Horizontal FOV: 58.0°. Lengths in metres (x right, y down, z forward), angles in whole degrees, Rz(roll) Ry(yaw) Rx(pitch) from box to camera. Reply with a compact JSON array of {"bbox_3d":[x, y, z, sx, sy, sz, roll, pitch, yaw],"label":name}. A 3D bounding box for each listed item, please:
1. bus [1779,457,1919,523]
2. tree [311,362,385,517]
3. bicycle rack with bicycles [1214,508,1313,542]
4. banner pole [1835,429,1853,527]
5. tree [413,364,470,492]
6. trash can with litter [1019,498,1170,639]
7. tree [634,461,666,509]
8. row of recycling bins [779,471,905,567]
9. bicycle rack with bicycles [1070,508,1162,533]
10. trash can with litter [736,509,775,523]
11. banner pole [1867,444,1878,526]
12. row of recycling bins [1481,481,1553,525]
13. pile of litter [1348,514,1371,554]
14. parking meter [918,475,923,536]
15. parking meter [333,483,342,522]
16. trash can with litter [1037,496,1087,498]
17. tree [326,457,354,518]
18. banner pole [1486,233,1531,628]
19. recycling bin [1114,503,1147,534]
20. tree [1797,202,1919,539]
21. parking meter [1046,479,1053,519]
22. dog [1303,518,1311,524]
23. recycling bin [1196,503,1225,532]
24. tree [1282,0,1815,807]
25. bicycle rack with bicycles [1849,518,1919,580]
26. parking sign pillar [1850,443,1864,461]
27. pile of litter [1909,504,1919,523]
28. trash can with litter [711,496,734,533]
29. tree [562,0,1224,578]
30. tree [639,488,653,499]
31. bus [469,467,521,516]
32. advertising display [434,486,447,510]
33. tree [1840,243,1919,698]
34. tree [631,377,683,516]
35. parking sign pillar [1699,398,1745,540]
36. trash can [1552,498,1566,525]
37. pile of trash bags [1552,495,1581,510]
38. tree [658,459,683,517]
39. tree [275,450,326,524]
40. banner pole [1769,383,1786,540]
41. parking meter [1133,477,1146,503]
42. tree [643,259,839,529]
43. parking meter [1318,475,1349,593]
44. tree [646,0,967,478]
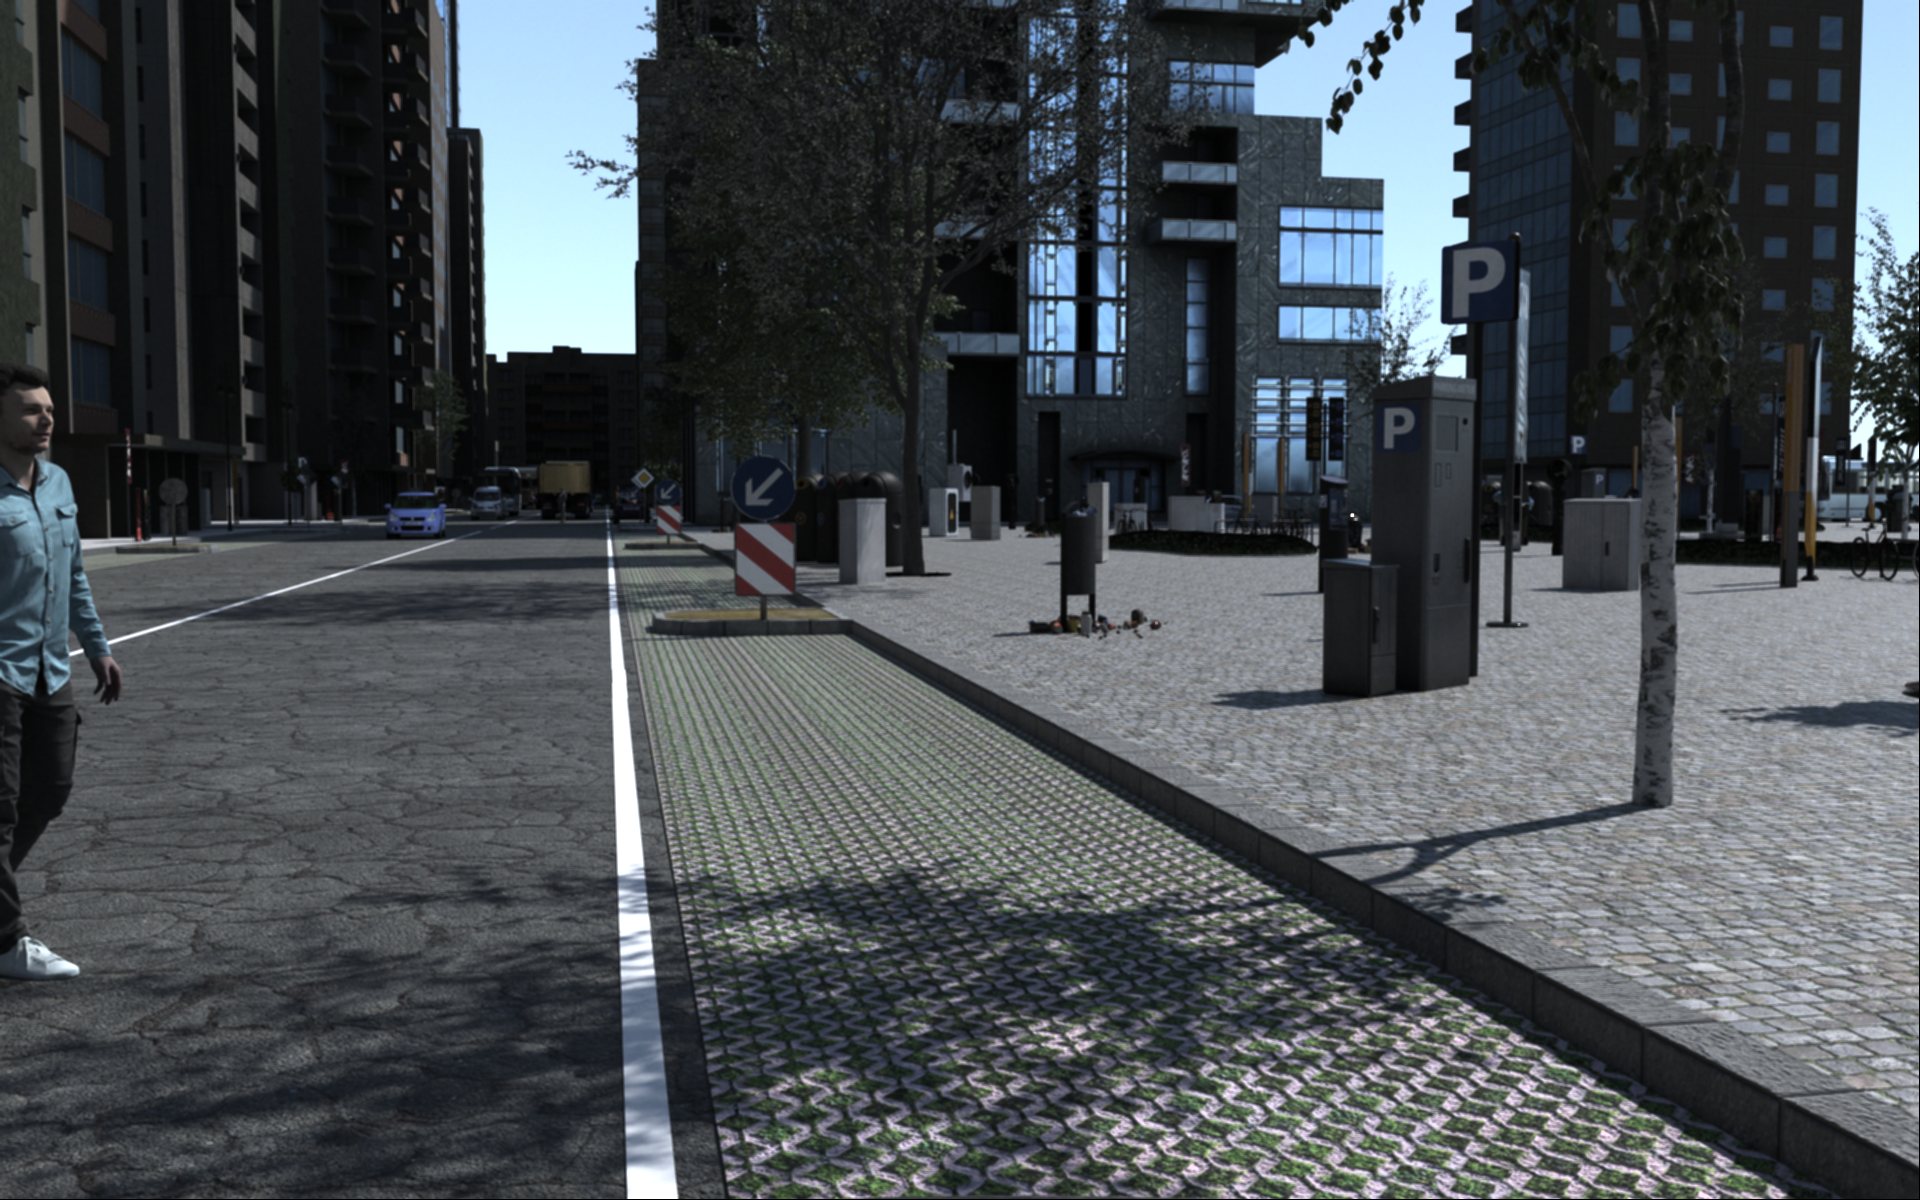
[{"bbox_3d":[44.704,-5.300,81.516,13.247,3.499,2.948,-1,4,-12],"label":"bus"},{"bbox_3d":[-33.842,-8.936,96.462,4.360,8.622,3.978,0,3,0],"label":"tree"},{"bbox_3d":[8.042,-1.915,44.687,2.925,0.926,2.852,-3,5,-42],"label":"bicycle rack with bicycles"},{"bbox_3d":[34.365,-4.730,67.351,0.401,3.779,0.863,-1,4,-21],"label":"banner pole"},{"bbox_3d":[-41.297,-12.667,132.865,9.928,11.665,9.643,0,3,0],"label":"tree"},{"bbox_3d":[1.424,-0.332,16.484,1.678,1.210,2.233,3,4,36],"label":"trash can with litter"},{"bbox_3d":[-27.002,-10.349,152.913,4.285,4.588,4.351,0,3,0],"label":"tree"},{"bbox_3d":[-2.090,-1.520,31.961,1.069,1.692,3.534,-2,4,-31],"label":"row of recycling bins"},{"bbox_3d":[3.817,-1.846,43.570,2.852,0.926,2.925,1,4,9],"label":"bicycle rack with bicycles"},{"bbox_3d":[-4.445,-1.678,38.828,1.055,1.170,0.624,-3,4,-37],"label":"trash can with litter"},{"bbox_3d":[36.483,-4.851,69.337,0.401,3.779,0.863,0,4,4],"label":"banner pole"},{"bbox_3d":[18.366,-3.060,57.152,1.069,1.692,3.534,-1,4,-13],"label":"row of recycling bins"},{"bbox_3d":[8.786,-1.455,37.755,1.719,0.858,1.176,-1,4,-21],"label":"pile of litter"},{"bbox_3d":[-1.202,-2.474,46.158,0.399,1.863,0.255,-1,4,-14],"label":"parking meter"},{"bbox_3d":[-28.894,-4.567,80.383,0.255,1.863,0.399,0,4,5],"label":"parking meter"},{"bbox_3d":[2.604,-2.495,51.856,1.678,1.210,2.233,1,4,20],"label":"trash can with litter"},{"bbox_3d":[-32.908,-5.933,91.609,1.663,3.219,1.824,0,3,0],"label":"tree"},{"bbox_3d":[5.434,-1.644,16.896,0.401,3.779,0.863,2,4,31],"label":"banner pole"},{"bbox_3d":[4.662,-2.131,47.400,0.722,1.027,0.722,-1,4,-12],"label":"recycling bin"},{"bbox_3d":[23.181,-5.651,42.756,4.737,8.622,4.395,0,3,0],"label":"tree"},{"bbox_3d":[3.534,-3.844,68.560,0.255,1.863,0.399,0,4,0],"label":"parking meter"},{"bbox_3d":[15.105,-3.399,75.759,0.748,0.427,0.550,0,4,4],"label":"dog"},{"bbox_3d":[6.971,-2.182,48.230,0.722,1.027,0.722,1,4,15],"label":"recycling bin"},{"bbox_3d":[2.632,-3.458,6.906,4.360,8.622,3.978,0,3,0],"label":"tree"},{"bbox_3d":[14.687,-0.733,25.361,2.852,0.926,2.925,1,4,11],"label":"bicycle rack with bicycles"},{"bbox_3d":[47.552,-6.363,92.501,1.447,3.967,1.447,-2,4,-26],"label":"parking sign pillar"},{"bbox_3d":[42.883,-3.869,77.224,1.719,0.858,1.176,1,4,9],"label":"pile of litter"},{"bbox_3d":[-7.636,-2.908,58.603,1.678,1.210,2.233,2,4,24],"label":"trash can with litter"},{"bbox_3d":[-0.860,-7.124,26.846,12.009,13.543,11.850,0,3,0],"label":"tree"},{"bbox_3d":[-28.037,-9.874,156.046,1.663,3.219,1.824,0,3,0],"label":"tree"},{"bbox_3d":[-30.634,-7.332,114.740,2.948,3.499,13.247,-1,4,-12],"label":"bus"},{"bbox_3d":[-43.042,-8.457,143.493,0.974,1.923,0.123,0,4,-6],"label":"advertising display"},{"bbox_3d":[6.424,-0.995,10.869,1.663,3.219,1.824,0,3,0],"label":"tree"},{"bbox_3d":[-16.321,-9.311,102.597,4.737,8.622,4.395,0,3,0],"label":"tree"},{"bbox_3d":[21.829,-3.716,49.226,1.447,3.967,1.447,1,4,15],"label":"parking sign pillar"},{"bbox_3d":[22.259,-3.248,64.755,0.748,1.137,0.748,0,3,0],"label":"trash can"},{"bbox_3d":[24.544,-3.785,71.633,3.447,1.369,1.912,3,4,38],"label":"pile of trash bags"},{"bbox_3d":[-15.603,-6.172,95.513,1.663,3.219,1.824,0,3,0],"label":"tree"},{"bbox_3d":[-29.009,-4.934,75.267,1.663,3.219,1.824,0,3,0],"label":"tree"},{"bbox_3d":[18.396,-2.992,38.938,0.401,3.779,0.863,0,4,-4],"label":"banner pole"},{"bbox_3d":[6.093,-3.249,58.830,0.255,1.863,0.399,-2,4,-33],"label":"parking meter"},{"bbox_3d":[-7.540,-7.703,60.361,7.601,10.594,8.767,0,4,-6],"label":"tree"},{"bbox_3d":[4.877,-0.868,22.607,0.372,1.533,0.369,0,3,0],"label":"parking meter"},{"bbox_3d":[-3.186,-7.392,38.981,7.486,12.596,7.792,0,3,0],"label":"tree"}]
